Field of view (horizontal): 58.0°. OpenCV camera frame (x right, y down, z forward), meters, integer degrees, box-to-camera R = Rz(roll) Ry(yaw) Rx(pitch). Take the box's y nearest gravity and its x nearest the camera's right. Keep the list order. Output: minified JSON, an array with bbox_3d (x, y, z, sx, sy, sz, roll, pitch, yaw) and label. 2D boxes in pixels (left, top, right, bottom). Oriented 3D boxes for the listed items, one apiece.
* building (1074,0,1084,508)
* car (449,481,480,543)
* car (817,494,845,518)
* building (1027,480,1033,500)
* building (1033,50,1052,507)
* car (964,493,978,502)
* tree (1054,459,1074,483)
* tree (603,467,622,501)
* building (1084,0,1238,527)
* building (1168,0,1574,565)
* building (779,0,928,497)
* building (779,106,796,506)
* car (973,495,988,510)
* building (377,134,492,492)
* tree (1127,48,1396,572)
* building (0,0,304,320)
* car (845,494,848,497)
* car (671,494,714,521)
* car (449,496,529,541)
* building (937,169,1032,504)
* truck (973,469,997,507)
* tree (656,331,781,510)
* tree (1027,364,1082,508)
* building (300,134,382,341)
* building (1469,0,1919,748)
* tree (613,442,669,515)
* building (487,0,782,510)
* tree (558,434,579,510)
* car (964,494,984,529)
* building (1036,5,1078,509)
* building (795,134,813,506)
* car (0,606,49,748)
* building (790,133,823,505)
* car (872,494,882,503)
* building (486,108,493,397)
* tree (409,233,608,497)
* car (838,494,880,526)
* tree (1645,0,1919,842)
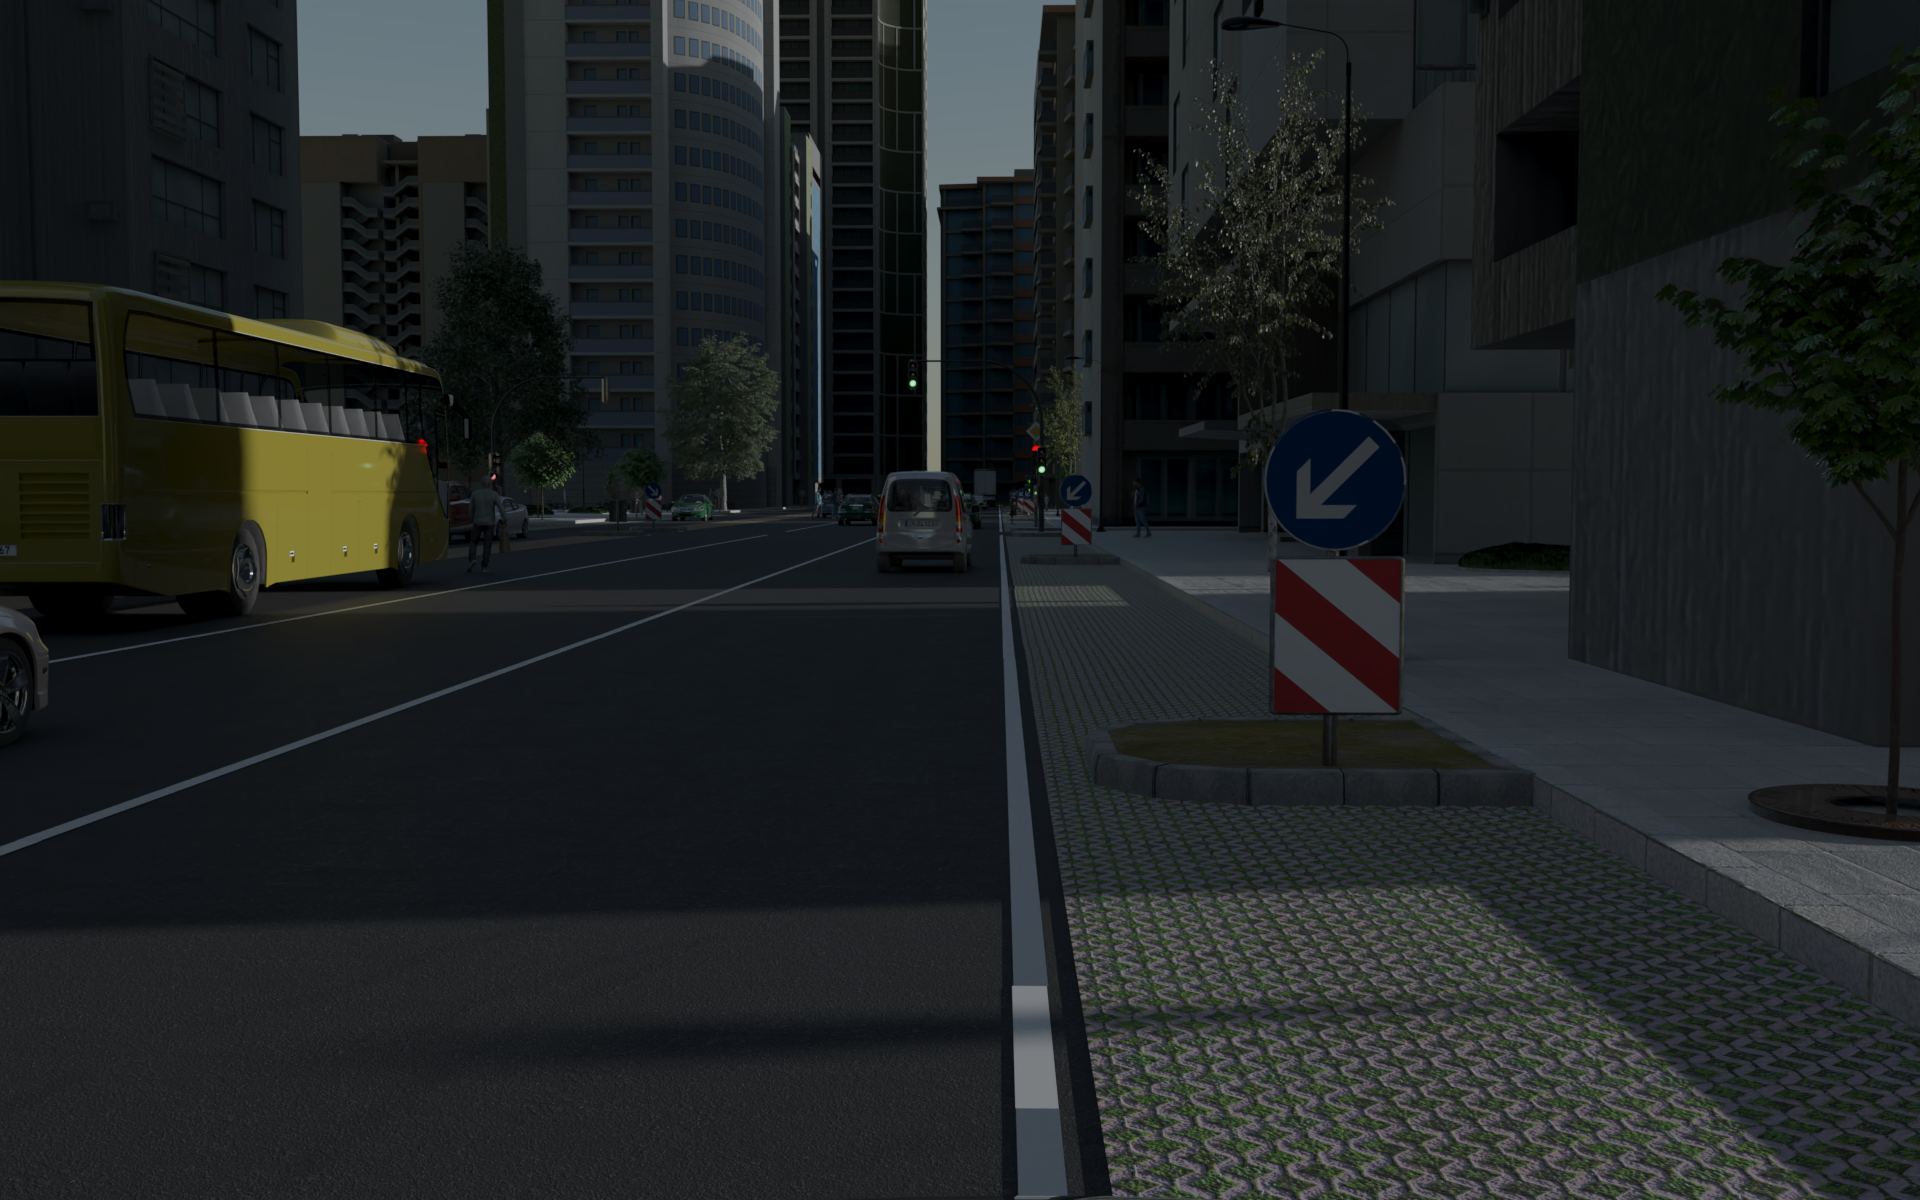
[{"bbox_3d":[15.683,-29.214,127.757,14.600,45.320,14.200,0,4,1],"label":"building"},{"bbox_3d":[-15.267,-2.507,49.661,2.281,1.827,5.304,0,3,0],"label":"car"},{"bbox_3d":[-7.563,-5.624,103.950,2.014,1.417,4.499,0,4,2],"label":"car"},{"bbox_3d":[24.199,-31.394,205.168,32.217,40.220,23.993,0,4,1],"label":"building"},{"bbox_3d":[18.575,-34.164,182.280,21.300,48.544,21.600,0,4,1],"label":"building"},{"bbox_3d":[0.002,-5.381,96.768,1.959,1.807,4.718,0,4,1],"label":"car"},{"bbox_3d":[9.266,-9.544,139.758,4.285,4.588,4.351,0,3,0],"label":"tree"},{"bbox_3d":[-24.068,-7.622,119.226,1.663,3.219,1.824,0,3,0],"label":"tree"},{"bbox_3d":[16.178,-27.679,76.252,21.600,48.544,21.300,0,4,1],"label":"building"},{"bbox_3d":[20.028,-27.777,43.389,28.713,52.752,27.495,0,4,1],"label":"building"},{"bbox_3d":[-15.077,-48.700,234.489,20.611,71.187,20.563,0,4,1],"label":"building"},{"bbox_3d":[-25.096,-30.217,177.643,14.154,41.232,14.086,0,4,1],"label":"building"},{"bbox_3d":[1.504,-8.989,159.339,2.083,1.381,4.827,0,4,-1],"label":"car"},{"bbox_3d":[-60.915,-34.369,212.040,14.200,45.320,14.600,0,4,1],"label":"building"},{"bbox_3d":[4.894,-4.765,28.269,4.360,8.622,3.978,0,3,0],"label":"tree"},{"bbox_3d":[-27.671,-22.399,49.823,14.086,41.232,14.154,0,4,1],"label":"building"},{"bbox_3d":[-12.598,-11.815,202.213,2.155,1.783,4.494,0,4,1],"label":"car"},{"bbox_3d":[-14.341,-4.973,93.098,2.131,1.459,4.920,0,4,-1],"label":"car"},{"bbox_3d":[-15.060,-2.603,54.920,2.083,1.381,4.827,0,4,2],"label":"car"},{"bbox_3d":[9.901,-35.560,236.032,28.867,44.769,22.147,0,4,1],"label":"building"},{"bbox_3d":[2.859,-12.825,198.596,2.839,4.237,11.283,0,4,1],"label":"truck"},{"bbox_3d":[-18.681,-13.987,135.336,9.857,13.997,8.962,0,3,0],"label":"tree"},{"bbox_3d":[6.000,-8.960,96.863,4.737,8.622,4.395,0,3,0],"label":"tree"},{"bbox_3d":[-75.506,-34.368,212.024,14.200,45.320,14.600,0,4,1],"label":"building"},{"bbox_3d":[11.809,-14.852,14.529,14.160,30.474,14.107,0,4,1],"label":"building"},{"bbox_3d":[-19.597,-7.501,106.349,4.285,4.588,4.351,0,3,0],"label":"tree"},{"bbox_3d":[-28.443,-37.558,156.075,21.231,58.520,28.212,0,4,1],"label":"building"},{"bbox_3d":[-32.268,-11.609,140.172,4.737,8.622,4.395,0,3,0],"label":"tree"},{"bbox_3d":[-0.050,-3.745,73.023,2.131,1.459,4.920,0,4,2],"label":"car"},{"bbox_3d":[18.035,-30.640,155.591,22.147,44.769,28.867,0,4,1],"label":"building"},{"bbox_3d":[-24.099,-31.086,191.850,14.154,41.232,14.086,0,4,1],"label":"building"},{"bbox_3d":[-6.317,0.247,8.322,2.083,1.381,4.827,0,4,0],"label":"car"},{"bbox_3d":[-24.521,-34.302,210.942,14.200,45.320,14.600,0,4,1],"label":"building"},{"bbox_3d":[-4.743,-5.112,93.366,2.009,1.686,4.222,0,4,2],"label":"car"},{"bbox_3d":[-43.098,-35.736,207.992,21.600,48.544,21.300,0,4,1],"label":"building"},{"bbox_3d":[-20.417,-9.741,76.271,9.611,12.733,9.660,0,3,0],"label":"tree"},{"bbox_3d":[-4.591,-4.195,80.381,2.131,1.459,4.920,0,4,3],"label":"car"},{"bbox_3d":[3.687,-0.736,6.628,1.663,3.219,1.824,0,3,0],"label":"tree"}]
